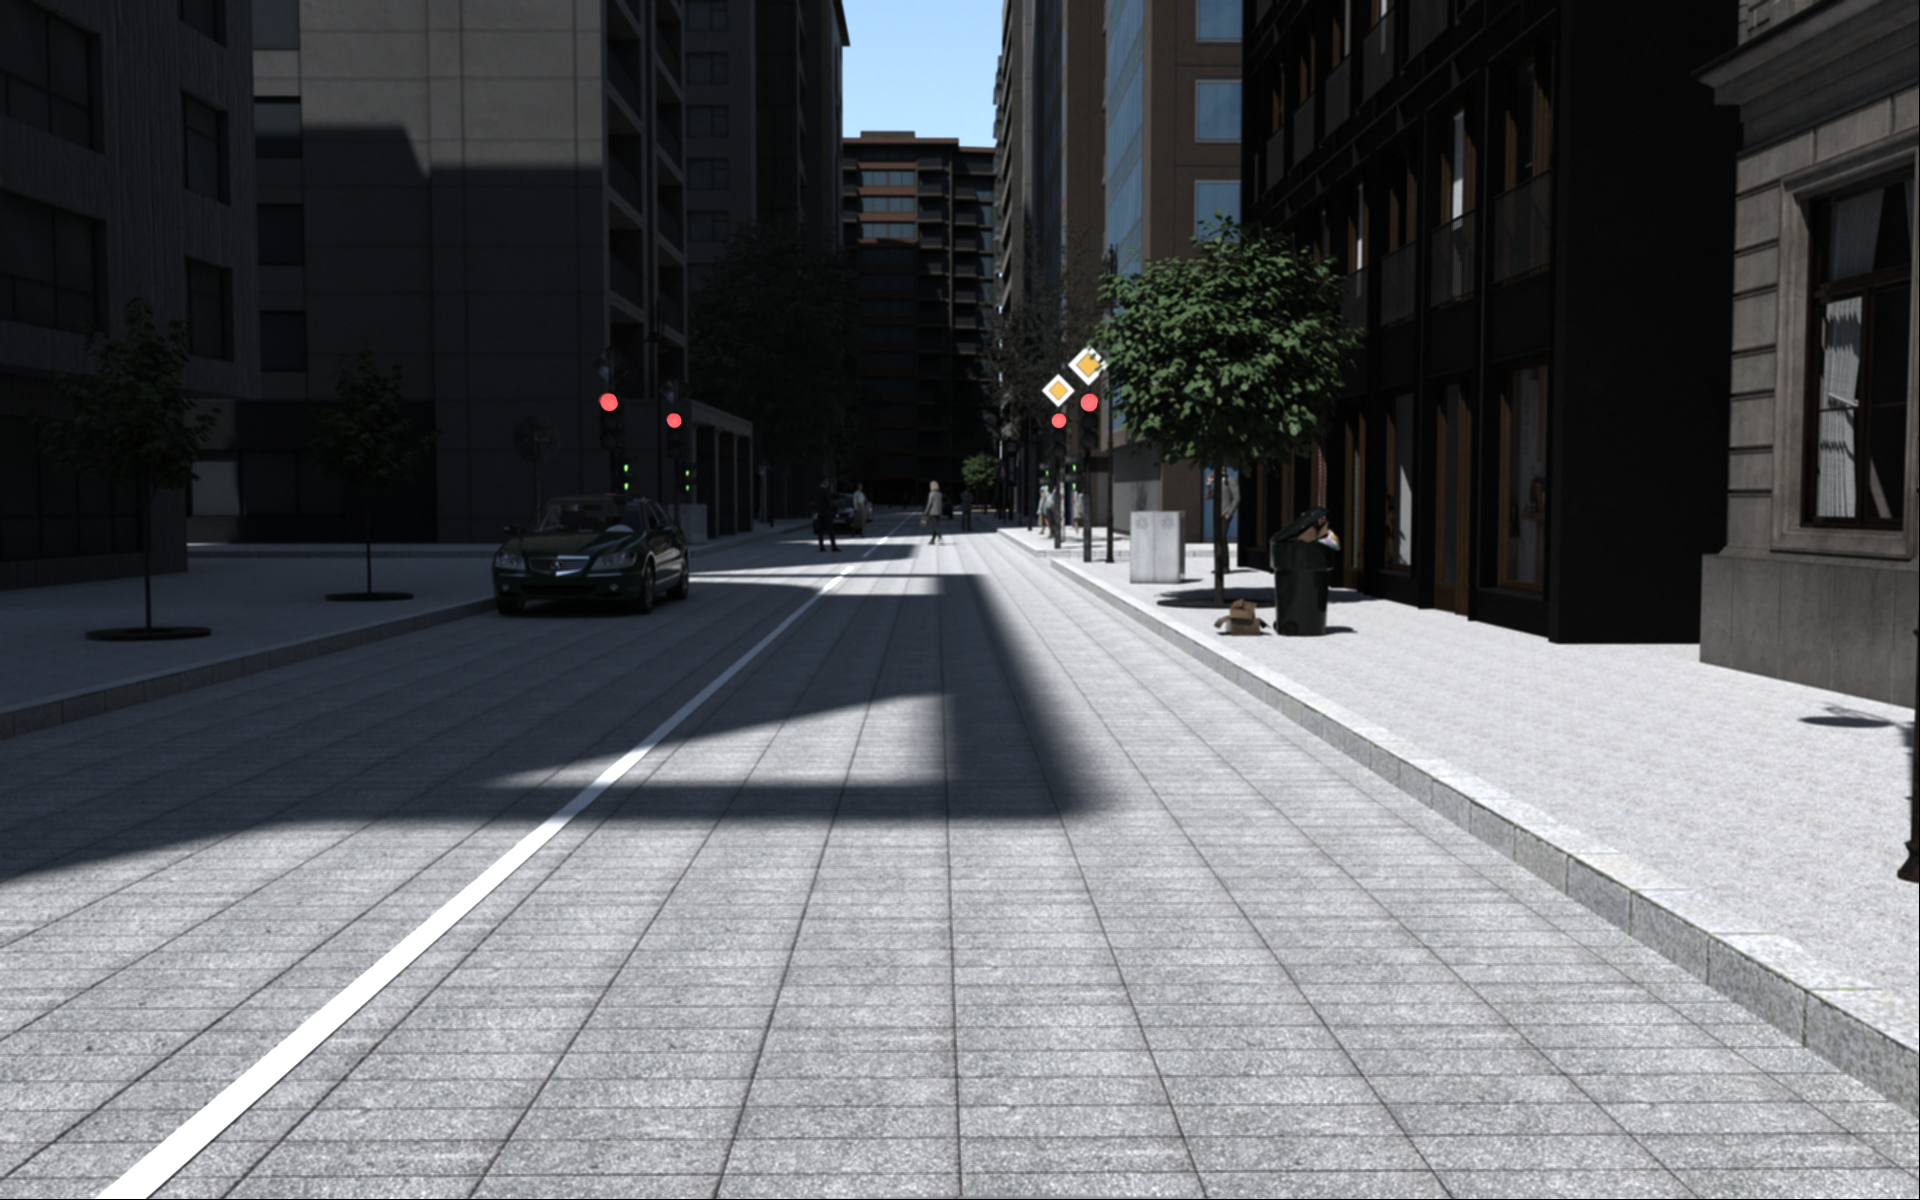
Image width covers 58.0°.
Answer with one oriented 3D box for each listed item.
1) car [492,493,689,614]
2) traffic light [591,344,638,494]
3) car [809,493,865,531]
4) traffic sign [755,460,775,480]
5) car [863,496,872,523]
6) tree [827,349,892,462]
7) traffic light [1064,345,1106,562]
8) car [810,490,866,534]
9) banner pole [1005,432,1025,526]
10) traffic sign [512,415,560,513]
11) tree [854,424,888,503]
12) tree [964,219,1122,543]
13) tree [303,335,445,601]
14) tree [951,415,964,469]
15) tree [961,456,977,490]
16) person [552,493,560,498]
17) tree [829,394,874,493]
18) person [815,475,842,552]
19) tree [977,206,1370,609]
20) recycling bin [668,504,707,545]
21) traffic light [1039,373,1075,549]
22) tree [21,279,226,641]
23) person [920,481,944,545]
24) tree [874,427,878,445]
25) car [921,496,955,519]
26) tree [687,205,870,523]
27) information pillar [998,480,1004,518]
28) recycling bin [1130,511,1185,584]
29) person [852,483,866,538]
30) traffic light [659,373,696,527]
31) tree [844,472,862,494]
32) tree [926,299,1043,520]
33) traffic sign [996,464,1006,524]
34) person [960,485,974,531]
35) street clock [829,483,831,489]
[{"bbox_3d":[-4.630,-0.637,22.207,2.131,1.459,4.920,0,4,0],"label":"car"},{"bbox_3d":[-6.478,-2.658,32.378,0.839,4.253,0.868,0,4,-1],"label":"traffic light"},{"bbox_3d":[-4.794,-3.588,67.710,2.155,1.783,4.494,0,4,-2],"label":"car"},{"bbox_3d":[-7.436,-4.052,65.984,0.795,2.593,0.064,0,4,1],"label":"traffic sign"},{"bbox_3d":[-5.466,-4.634,88.123,2.083,1.381,4.827,0,4,1],"label":"car"},{"bbox_3d":[-8.551,-10.483,105.805,8.767,10.594,7.601,-1,4,-9],"label":"tree"},{"bbox_3d":[2.382,-2.666,32.516,0.839,4.253,0.868,0,4,-1],"label":"traffic light"},{"bbox_3d":[-4.398,-3.240,62.756,2.009,1.686,4.222,0,4,-3],"label":"car"},{"bbox_3d":[2.238,-4.910,70.297,0.863,3.779,0.401,2,4,23],"label":"banner pole"},{"bbox_3d":[-6.858,-1.708,28.039,0.768,2.556,0.104,0,4,0],"label":"traffic sign"},{"bbox_3d":[-8.938,-13.591,172.579,4.360,8.622,3.978,0,3,0],"label":"tree"},{"bbox_3d":[2.471,-5.827,45.628,4.360,8.622,3.978,0,3,0],"label":"tree"},{"bbox_3d":[-7.125,-1.626,21.189,1.663,3.219,1.824,0,3,0],"label":"tree"},{"bbox_3d":[1.296,-12.466,154.175,4.360,8.622,3.978,0,3,0],"label":"tree"},{"bbox_3d":[1.706,-8.823,127.967,4.285,4.588,4.351,0,3,0],"label":"tree"},{"bbox_3d":[-9.582,-1.873,40.953,0.425,1.301,0.394,1,4,15],"label":"person"},{"bbox_3d":[-8.281,-9.974,113.440,4.737,8.622,4.395,0,3,0],"label":"tree"},{"bbox_3d":[-3.326,-2.168,43.309,0.648,1.900,0.474,3,5,40],"label":"person"},{"bbox_3d":[3.074,-2.218,19.973,4.285,4.588,4.351,0,3,0],"label":"tree"},{"bbox_3d":[-6.893,-1.913,43.834,0.722,1.027,0.722,2,4,29],"label":"recycling bin"},{"bbox_3d":[2.272,-3.155,40.500,0.839,4.253,0.868,0,4,-1],"label":"traffic light"},{"bbox_3d":[-7.268,-1.286,15.632,1.663,3.219,1.824,0,3,0],"label":"tree"},{"bbox_3d":[-0.748,-2.451,48.756,0.709,1.800,0.728,-3,5,-45],"label":"person"},{"bbox_3d":[-9.435,-12.650,157.196,4.737,8.622,4.395,0,3,0],"label":"tree"},{"bbox_3d":[-1.253,-5.321,99.572,1.945,1.354,3.894,0,4,-1],"label":"car"},{"bbox_3d":[-8.781,-10.418,76.985,9.857,13.997,8.962,0,3,0],"label":"tree"},{"bbox_3d":[2.238,-5.335,91.725,0.304,2.012,0.304,2,4,29],"label":"information pillar"},{"bbox_3d":[2.865,-0.766,25.076,0.722,1.027,0.722,1,4,14],"label":"recycling bin"},{"bbox_3d":[-3.362,-2.956,57.063,0.478,1.798,0.641,-2,4,-32],"label":"person"},{"bbox_3d":[-6.588,-3.146,40.362,0.839,4.253,0.868,0,4,-1],"label":"traffic light"},{"bbox_3d":[-9.163,-9.388,148.096,1.663,3.219,1.824,0,3,0],"label":"tree"},{"bbox_3d":[2.408,-9.133,83.745,8.767,10.594,7.601,0,4,6],"label":"tree"},{"bbox_3d":[1.935,-4.558,74.630,0.768,2.556,0.104,0,4,8],"label":"traffic sign"},{"bbox_3d":[0.304,-3.617,67.811,0.511,1.800,0.466,-3,5,-43],"label":"person"},{"bbox_3d":[-7.808,-5.919,101.351,0.471,2.002,0.358,1,4,14],"label":"street clock"}]
